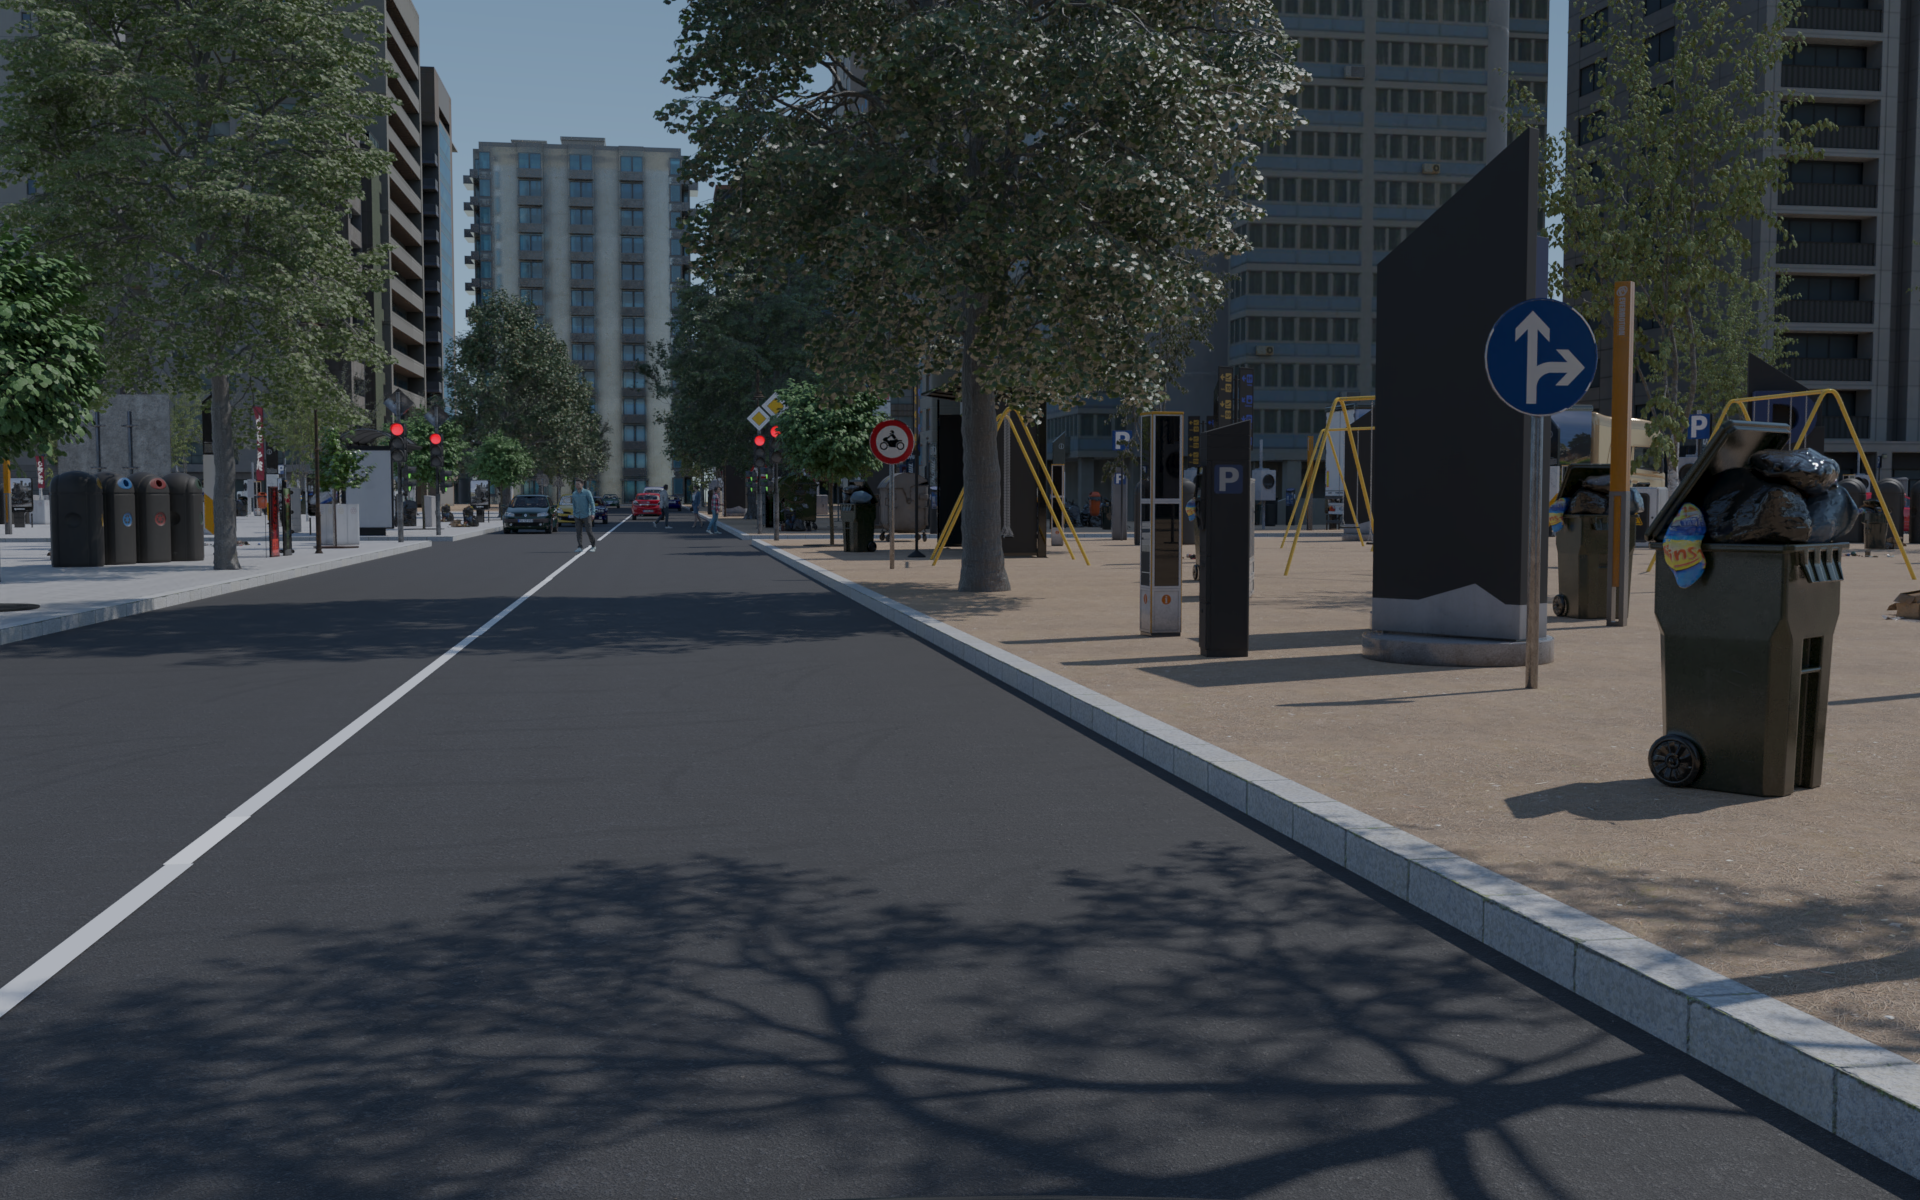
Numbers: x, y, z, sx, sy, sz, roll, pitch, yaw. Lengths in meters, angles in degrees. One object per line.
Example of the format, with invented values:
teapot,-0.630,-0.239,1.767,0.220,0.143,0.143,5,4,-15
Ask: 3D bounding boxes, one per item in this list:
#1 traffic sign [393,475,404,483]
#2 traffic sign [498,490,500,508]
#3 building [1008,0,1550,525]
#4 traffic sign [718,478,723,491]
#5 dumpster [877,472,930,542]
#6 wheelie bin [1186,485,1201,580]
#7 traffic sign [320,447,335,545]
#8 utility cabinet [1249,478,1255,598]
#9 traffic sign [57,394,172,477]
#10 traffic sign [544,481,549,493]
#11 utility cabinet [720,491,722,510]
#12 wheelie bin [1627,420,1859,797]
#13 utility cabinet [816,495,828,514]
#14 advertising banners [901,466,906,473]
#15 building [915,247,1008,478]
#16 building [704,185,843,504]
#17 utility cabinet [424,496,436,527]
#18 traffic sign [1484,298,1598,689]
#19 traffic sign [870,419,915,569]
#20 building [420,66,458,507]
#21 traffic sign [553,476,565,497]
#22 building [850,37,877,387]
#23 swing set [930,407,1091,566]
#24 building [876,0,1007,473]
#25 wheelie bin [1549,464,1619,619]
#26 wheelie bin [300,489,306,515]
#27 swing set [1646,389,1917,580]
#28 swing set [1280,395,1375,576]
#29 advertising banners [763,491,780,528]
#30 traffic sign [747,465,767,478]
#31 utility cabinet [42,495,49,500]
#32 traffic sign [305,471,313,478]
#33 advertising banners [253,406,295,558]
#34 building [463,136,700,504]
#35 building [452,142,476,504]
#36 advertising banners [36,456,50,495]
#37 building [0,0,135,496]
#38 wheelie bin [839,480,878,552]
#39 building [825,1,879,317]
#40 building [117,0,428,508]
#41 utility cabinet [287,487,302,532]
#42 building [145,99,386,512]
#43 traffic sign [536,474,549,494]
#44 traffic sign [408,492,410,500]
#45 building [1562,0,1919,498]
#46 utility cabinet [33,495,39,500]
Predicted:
traffic sign,-23.065,-4.294,71.393,0.795,2.450,0.064,0,4,-1
traffic sign,-28.253,-6.484,106.125,0.768,2.556,0.104,0,4,-5
building,15.725,-24.196,87.482,23.993,40.220,32.217,-1,4,-10
traffic sign,-15.178,-6.639,110.684,0.606,2.300,0.079,0,4,-5
dumpster,-1.524,-2.529,47.110,1.264,1.857,1.865,-1,4,-10
wheelie bin,3.855,-1.084,25.638,0.980,1.594,0.693,0,4,-6
traffic sign,-15.191,-2.563,42.016,0.768,2.556,0.104,0,4,-5
utility cabinet,3.490,-0.784,21.491,0.318,1.500,1.173,1,4,12
traffic sign,-17.259,-2.537,35.347,2.265,3.308,0.079,0,4,-2
traffic sign,-30.282,-7.703,126.057,0.768,2.556,0.104,0,4,-1
utility cabinet,-17.366,-7.239,127.039,0.318,1.500,1.173,2,4,24
wheelie bin,3.485,0.018,7.610,0.980,1.594,0.693,-3,5,-42
utility cabinet,-8.894,-6.028,109.721,1.020,1.237,0.306,-1,4,-23
advertising banners,-3.082,-6.974,110.217,0.090,3.025,2.074,3,4,36
building,12.622,-16.854,120.598,27.650,21.520,28.899,-1,4,-10
building,-20.977,-35.716,238.585,28.867,44.769,22.147,-1,4,-10
utility cabinet,-20.726,-3.466,67.832,0.306,1.237,1.020,0,4,-6
traffic sign,3.775,-0.688,11.361,0.768,2.556,0.104,0,4,-7
traffic sign,-1.161,-1.801,29.560,0.768,2.556,0.104,0,4,-6
building,-60.029,-32.274,177.789,14.200,45.320,14.600,-1,4,-10
traffic sign,-28.635,-7.562,123.649,0.884,2.594,0.081,0,4,-4
building,-2.422,-31.184,159.971,14.600,45.320,14.200,-1,4,-10
swing set,0.873,-2.133,32.502,2.862,2.851,3.119,0,4,-2
building,-0.205,-28.261,145.660,14.154,41.232,14.086,-1,4,-10
wheelie bin,6.619,-0.614,17.952,0.980,1.594,0.693,0,4,-8
wheelie bin,-41.222,-6.164,108.693,0.693,1.594,0.980,-1,4,-19
swing set,12.834,-1.817,27.327,2.862,2.851,3.119,0,4,-3
swing set,7.191,-1.799,27.037,2.862,2.851,3.119,-3,5,-44
advertising banners,-6.572,-4.278,66.127,2.074,3.025,0.090,-2,4,-31
traffic sign,-6.721,-3.558,58.185,0.884,2.594,0.081,0,4,-3
utility cabinet,-47.602,-4.835,90.209,0.306,1.237,1.020,-2,4,-34
traffic sign,-21.753,-3.596,58.796,0.884,2.594,0.081,-1,4,-10
advertising banners,-13.968,-2.388,35.237,0.090,3.025,2.074,0,4,-2
building,-50.827,-37.635,234.942,30.456,49.044,23.786,-1,4,-10
building,-80.212,-39.260,231.137,27.495,52.752,28.713,-1,4,-10
advertising banners,-41.840,-5.121,79.909,0.090,3.025,2.074,1,4,14
building,-94.291,-38.278,167.845,28.212,58.520,21.231,-1,4,-10
wheelie bin,-2.243,-1.860,38.320,0.693,1.594,0.980,-3,4,-38
building,1.319,-36.225,181.512,28.713,52.752,27.495,-1,4,-10
building,-58.227,-32.049,147.703,21.300,48.544,21.600,-1,4,-10
utility cabinet,-22.242,-3.009,57.872,0.318,1.500,1.173,-2,4,-28
building,-51.939,-21.971,130.928,14.160,30.474,14.107,-1,4,-10
traffic sign,-26.057,-6.605,108.104,0.768,2.556,0.104,0,4,-4
traffic sign,-24.551,-4.711,77.125,0.768,2.556,0.104,0,4,-2
building,46.068,-39.795,88.898,20.611,71.187,20.563,-1,4,-10
utility cabinet,-58.584,-6.003,109.308,0.306,1.237,1.020,1,4,20
